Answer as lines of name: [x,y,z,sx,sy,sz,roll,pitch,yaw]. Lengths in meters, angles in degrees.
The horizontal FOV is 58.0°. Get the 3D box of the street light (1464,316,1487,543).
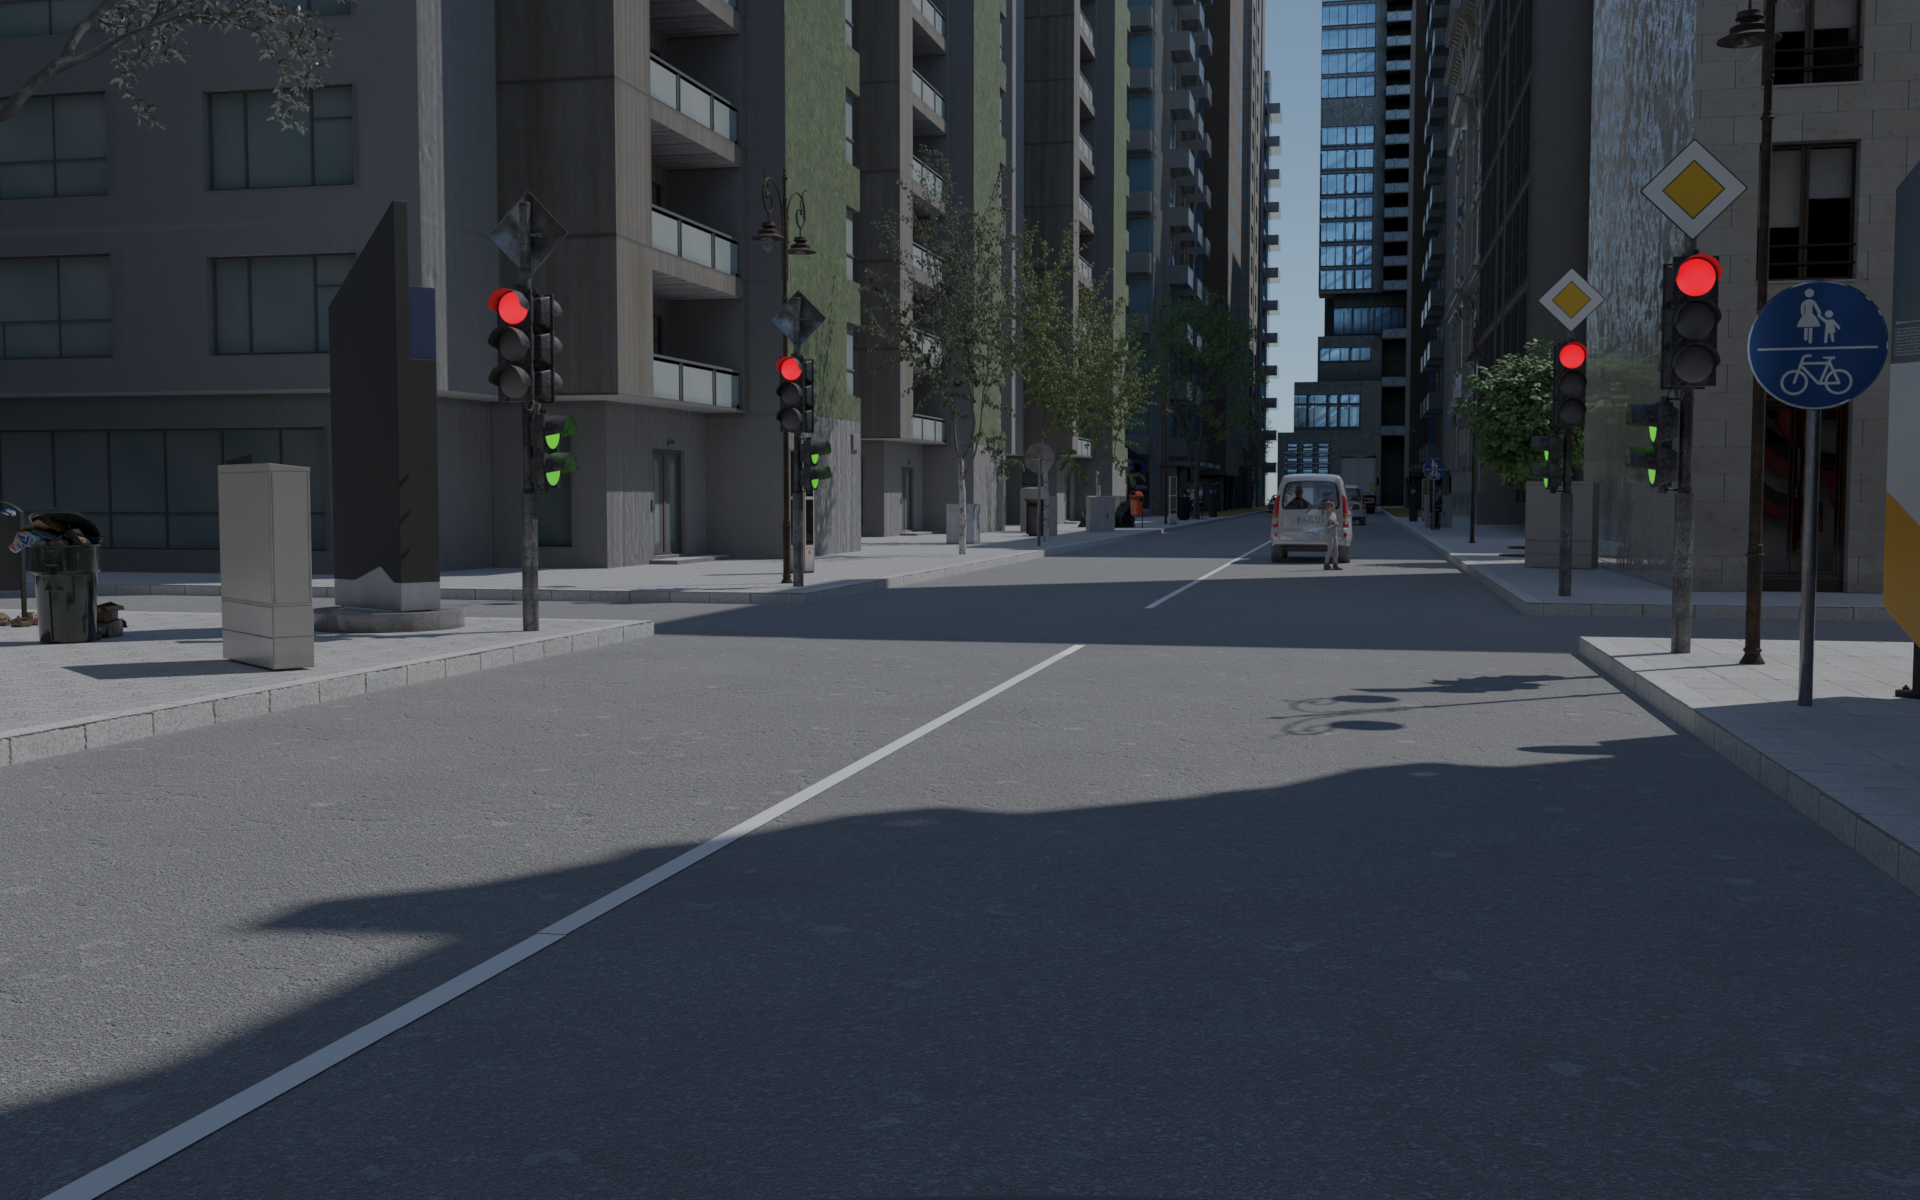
street light: [13.405,-4.426,45.158,0.468,5.910,1.993,1,4,13]

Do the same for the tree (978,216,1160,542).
tree: [2.536,-5.869,46.322,4.737,8.622,4.395,0,3,0]

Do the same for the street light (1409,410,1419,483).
street light: [24.624,-7.420,94.103,0.468,5.910,1.993,1,4,13]

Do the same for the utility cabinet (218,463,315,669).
utility cabinet: [-5.194,-0.263,12.971,0.318,1.500,1.173,-3,5,-40]

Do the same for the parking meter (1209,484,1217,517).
parking meter: [13.945,-5.495,95.553,0.255,1.863,0.399,-2,4,-33]

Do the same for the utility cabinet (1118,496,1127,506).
utility cabinet: [6.600,-3.684,71.389,0.306,1.237,1.020,-1,4,-10]

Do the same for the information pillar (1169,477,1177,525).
information pillar: [8.953,-4.182,72.873,0.304,2.012,0.304,0,4,-2]

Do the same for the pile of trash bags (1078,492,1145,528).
pile of trash bags: [5.986,-3.444,66.066,1.912,1.369,3.447,-2,4,-27]

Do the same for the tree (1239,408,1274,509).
tree: [24.585,-11.934,145.482,4.360,8.622,3.978,0,3,0]

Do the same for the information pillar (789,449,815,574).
information pillar: [-2.561,-1.440,28.034,0.304,2.012,0.304,2,4,27]

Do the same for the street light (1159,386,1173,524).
street light: [8.836,-6.202,74.191,0.468,5.910,1.993,1,4,13]

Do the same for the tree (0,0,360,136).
tree: [-6.135,-6.058,9.427,12.009,13.543,11.850,0,3,0]

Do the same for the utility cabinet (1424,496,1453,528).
utility cabinet: [18.366,-3.384,66.484,1.020,1.237,0.306,0,4,-2]

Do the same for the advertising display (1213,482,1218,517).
advertising display: [14.208,-5.571,96.299,0.123,1.923,0.974,0,4,-1]

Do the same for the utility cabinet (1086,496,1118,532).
utility cabinet: [4.751,-2.896,58.513,1.020,1.237,0.306,-2,4,-31]

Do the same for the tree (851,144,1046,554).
tree: [-0.040,-5.262,36.391,4.360,8.622,3.978,0,3,0]

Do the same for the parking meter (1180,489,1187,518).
parking meter: [11.667,-5.016,90.423,0.372,1.533,0.369,0,3,0]

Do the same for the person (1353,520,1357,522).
person: [19.784,-4.840,87.726,0.635,1.810,0.391,2,4,26]

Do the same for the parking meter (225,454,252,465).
parking meter: [-10.598,-1.207,25.450,0.399,1.863,0.255,-2,4,-25]

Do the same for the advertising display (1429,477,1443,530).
advertising display: [17.205,-3.511,62.615,0.123,1.923,0.974,2,4,35]

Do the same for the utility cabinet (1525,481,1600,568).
utility cabinet: [10.383,-1.296,29.871,1.173,1.500,0.318,3,5,40]

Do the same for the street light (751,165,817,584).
street light: [-2.490,-3.178,24.741,0.468,5.910,1.993,1,4,13]

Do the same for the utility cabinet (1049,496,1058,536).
utility cabinet: [2.875,-2.604,53.730,0.306,1.237,1.020,0,4,1]

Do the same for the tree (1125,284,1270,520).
tree: [11.854,-9.891,87.471,9.928,11.665,9.643,0,3,0]

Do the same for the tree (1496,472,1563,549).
tree: [13.528,-2.815,40.621,1.663,3.219,1.824,0,3,0]

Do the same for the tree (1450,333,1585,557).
tree: [11.789,-3.174,35.606,4.285,4.588,4.351,0,3,0]

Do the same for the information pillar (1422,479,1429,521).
information pillar: [22.089,-4.755,82.235,0.304,2.012,0.304,1,4,12]

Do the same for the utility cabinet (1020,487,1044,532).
utility cabinet: [2.395,-2.999,57.705,0.318,1.500,1.173,-2,4,-25]

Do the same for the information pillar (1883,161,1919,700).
information pillar: [6.042,-1.190,10.818,0.183,3.616,0.504,-1,4,-19]

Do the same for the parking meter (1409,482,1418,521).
parking meter: [21.277,-4.623,81.303,0.399,1.863,0.255,2,4,26]

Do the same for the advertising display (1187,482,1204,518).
advertising display: [12.809,-5.450,94.322,0.974,1.923,0.123,2,4,30]

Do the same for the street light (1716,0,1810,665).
street light: [5.986,-2.454,12.909,0.468,5.910,1.993,1,4,13]

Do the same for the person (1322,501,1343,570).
person: [7.007,-1.210,32.564,0.394,1.301,0.425,2,4,27]

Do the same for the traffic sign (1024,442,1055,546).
traffic sign: [1.949,-2.605,42.696,0.768,2.556,0.104,1,4,15]
